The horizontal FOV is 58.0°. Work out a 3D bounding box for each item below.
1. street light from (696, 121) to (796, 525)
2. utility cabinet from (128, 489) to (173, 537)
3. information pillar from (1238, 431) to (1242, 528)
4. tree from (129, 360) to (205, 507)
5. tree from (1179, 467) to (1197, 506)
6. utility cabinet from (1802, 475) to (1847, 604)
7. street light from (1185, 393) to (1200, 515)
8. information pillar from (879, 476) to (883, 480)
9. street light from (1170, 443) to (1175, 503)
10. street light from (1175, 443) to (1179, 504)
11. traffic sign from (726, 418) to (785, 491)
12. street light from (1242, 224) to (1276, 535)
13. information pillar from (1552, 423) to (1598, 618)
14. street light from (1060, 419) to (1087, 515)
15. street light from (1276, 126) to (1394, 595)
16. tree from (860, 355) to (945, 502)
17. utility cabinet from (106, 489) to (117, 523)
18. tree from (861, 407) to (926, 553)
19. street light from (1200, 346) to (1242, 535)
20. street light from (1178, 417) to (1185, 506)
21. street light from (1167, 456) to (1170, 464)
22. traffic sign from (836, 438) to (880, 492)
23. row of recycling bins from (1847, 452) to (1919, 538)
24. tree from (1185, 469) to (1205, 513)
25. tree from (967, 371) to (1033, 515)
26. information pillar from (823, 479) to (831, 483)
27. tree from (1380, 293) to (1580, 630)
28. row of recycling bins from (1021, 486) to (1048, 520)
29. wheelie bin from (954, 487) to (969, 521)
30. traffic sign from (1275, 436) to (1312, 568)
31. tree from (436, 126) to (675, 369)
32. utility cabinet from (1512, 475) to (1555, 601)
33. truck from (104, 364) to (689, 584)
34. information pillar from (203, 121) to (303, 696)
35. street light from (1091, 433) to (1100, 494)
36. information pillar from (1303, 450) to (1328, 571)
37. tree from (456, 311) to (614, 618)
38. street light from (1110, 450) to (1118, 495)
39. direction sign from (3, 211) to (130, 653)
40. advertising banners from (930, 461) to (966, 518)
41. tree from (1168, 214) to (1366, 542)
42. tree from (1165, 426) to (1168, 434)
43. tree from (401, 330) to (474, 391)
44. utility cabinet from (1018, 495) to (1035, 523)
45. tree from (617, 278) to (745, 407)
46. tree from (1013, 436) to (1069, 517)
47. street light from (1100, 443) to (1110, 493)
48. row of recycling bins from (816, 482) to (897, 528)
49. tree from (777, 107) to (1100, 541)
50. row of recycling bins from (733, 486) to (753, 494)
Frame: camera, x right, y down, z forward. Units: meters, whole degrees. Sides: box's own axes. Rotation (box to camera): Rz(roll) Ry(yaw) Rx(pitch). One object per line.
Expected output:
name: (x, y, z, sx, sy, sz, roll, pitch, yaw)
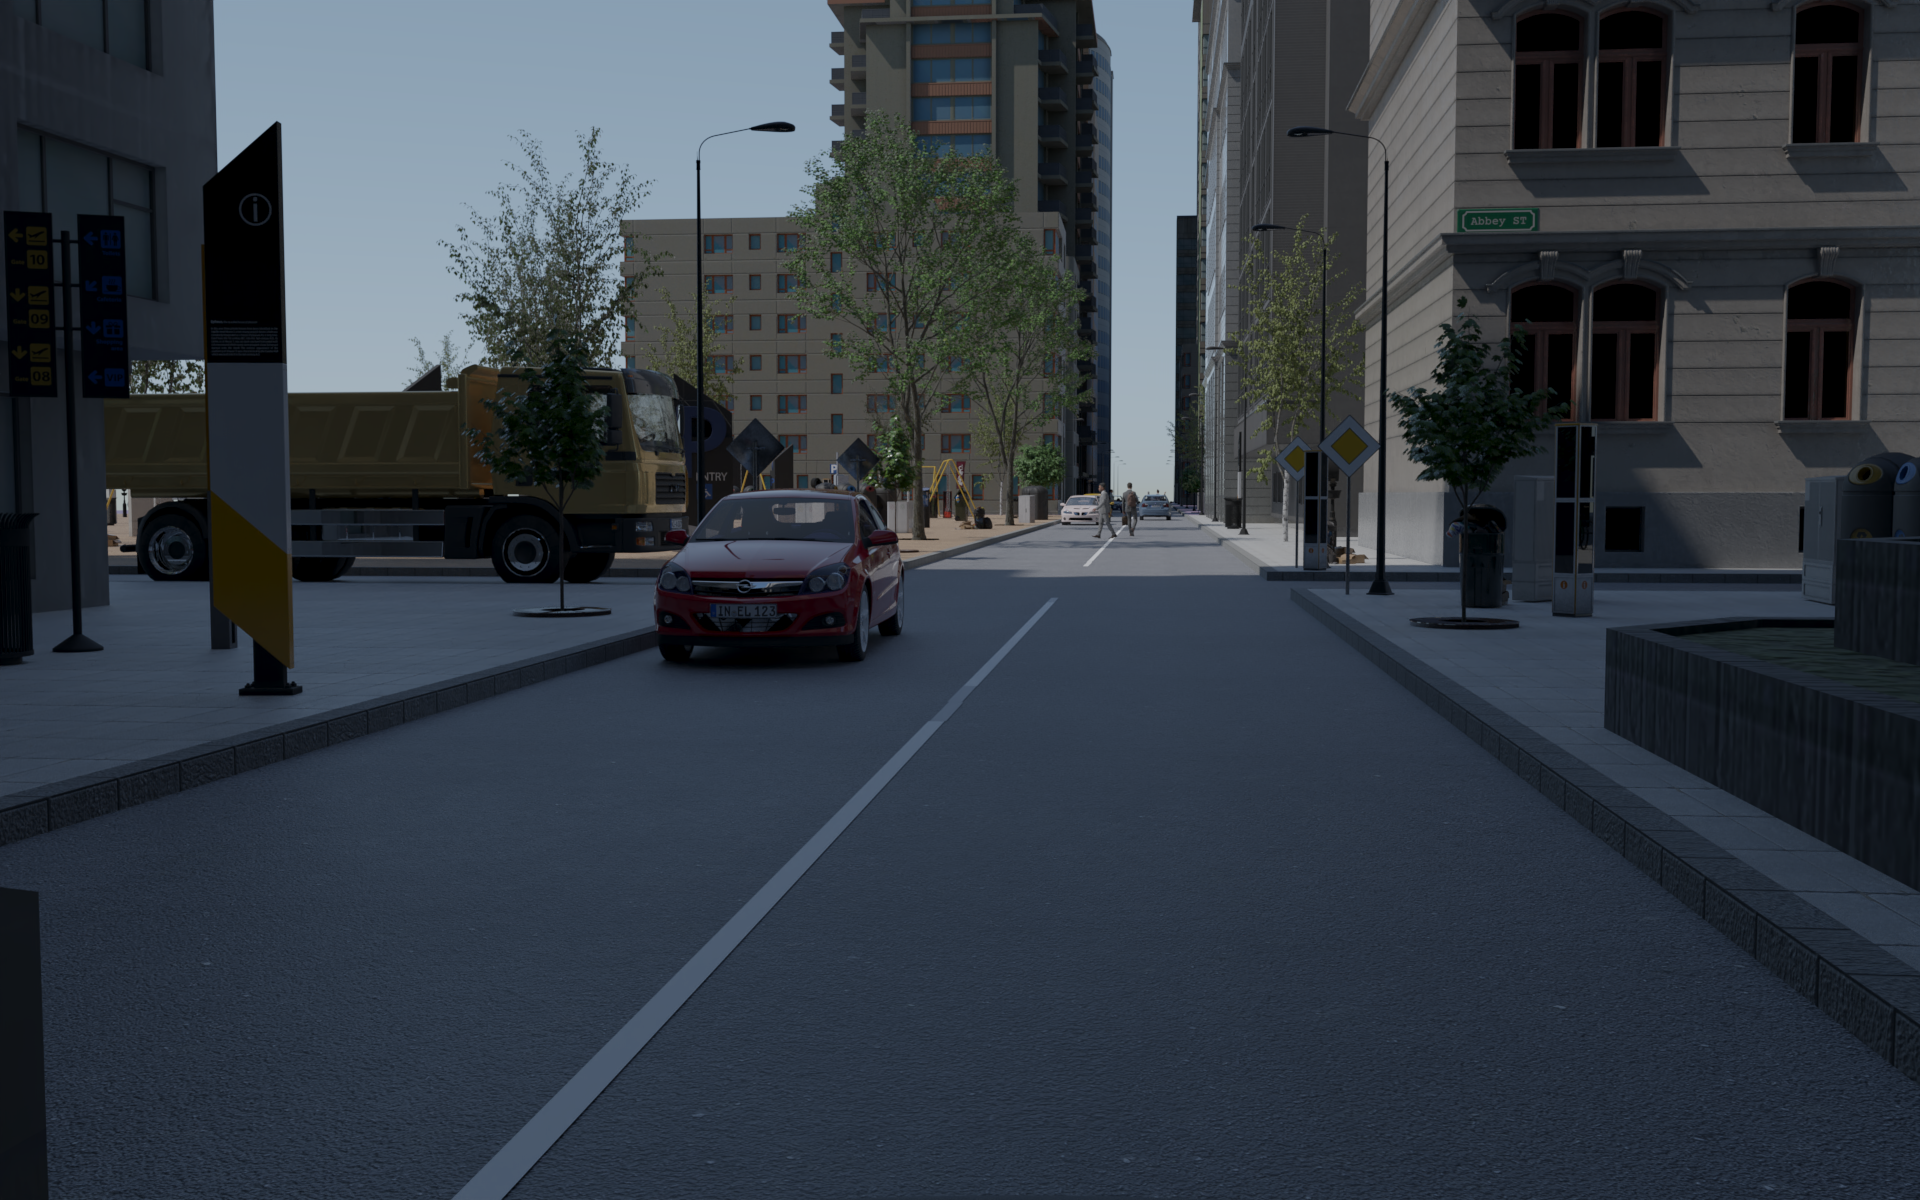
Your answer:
street light: (-2.746, -3.013, 21.811, 1.470, 5.913, 1.316, 0, 4, 6)
utility cabinet: (-24.179, -2.634, 51.737, 1.173, 1.500, 0.318, -3, 5, -43)
information pillar: (10.492, -4.505, 65.008, 0.183, 3.616, 0.504, 0, 4, 4)
tree: (-24.502, -6.010, 48.634, 4.360, 8.622, 3.978, 0, 3, 0)
tree: (25.903, -12.841, 193.670, 4.285, 4.588, 4.351, 0, 3, 0)
utility cabinet: (10.238, -0.715, 20.371, 0.318, 1.500, 1.173, 1, 4, 10)
street light: (11.271, -6.575, 80.038, 1.470, 5.913, 1.316, 0, 4, 6)
information pillar: (-2.869, -3.753, 65.850, 0.304, 2.012, 0.304, -3, 4, -36)
street light: (19.933, -11.227, 156.106, 1.470, 5.913, 1.316, 0, 4, 6)
street light: (17.180, -9.688, 130.944, 1.470, 5.913, 1.316, 0, 4, 6)
traffic sign: (-2.704, -1.179, 22.911, 0.795, 2.450, 0.064, 0, 4, 6)
street light: (5.709, -3.506, 29.866, 1.470, 5.913, 1.316, 0, 4, 6)
information pillar: (6.418, -0.832, 18.092, 0.304, 2.012, 0.304, -2, 4, -33)
street light: (6.908, -8.207, 106.725, 1.470, 5.913, 1.316, 0, 4, 6)
street light: (4.828, -3.025, 21.996, 1.470, 5.913, 1.316, 0, 4, 6)
tree: (-2.898, -8.491, 89.194, 4.360, 8.622, 3.978, 0, 3, 0)
utility cabinet: (-37.358, -4.126, 76.140, 0.318, 1.500, 1.173, -3, 4, -38)
tree: (-1.332, -2.665, 38.178, 1.663, 3.219, 1.824, 0, 3, 0)
street light: (8.410, -5.011, 54.467, 1.470, 5.913, 1.316, 0, 4, 6)
street light: (14.308, -8.168, 106.085, 1.470, 5.913, 1.316, 0, 4, 6)
street light: (22.600, -12.732, 180.710, 1.470, 5.913, 1.316, 0, 4, 6)
traffic sign: (-1.811, -1.664, 30.846, 0.795, 2.450, 0.064, 0, 4, 6)
row of recycling bins: (9.118, -0.533, 15.832, 1.069, 1.692, 3.534, 0, 4, 6)
tree: (16.034, -7.487, 117.021, 1.663, 3.219, 1.824, 0, 3, 0)
tree: (2.451, -9.398, 104.019, 4.737, 8.622, 4.395, 0, 3, 0)
information pillar: (-6.421, -4.841, 83.637, 0.304, 2.012, 0.304, 1, 4, 17)
tree: (4.843, -1.363, 16.893, 1.663, 3.219, 1.824, 0, 3, 0)
row of recycling bins: (3.709, -4.891, 87.088, 1.069, 1.692, 3.534, 0, 4, -7)
wheelie bin: (0.098, -4.543, 82.192, 0.693, 1.594, 0.980, 1, 4, 11)
traffic sign: (5.833, -1.610, 29.968, 0.795, 2.450, 0.064, 0, 4, 6)
tree: (-7.808, -5.116, 34.009, 4.360, 8.622, 3.978, 0, 3, 0)
utility cabinet: (7.102, -0.744, 20.848, 1.173, 1.500, 0.318, -3, 5, -43)
truck: (-8.426, -1.922, 27.352, 9.791, 3.379, 3.469, 0, 4, 8)
information pillar: (-4.500, -1.201, 10.991, 0.504, 3.616, 0.183, 0, 4, -2)
street light: (9.703, -9.734, 131.684, 1.470, 5.913, 1.316, 0, 4, 6)
information pillar: (5.966, -1.502, 29.053, 0.304, 2.012, 0.304, 3, 4, 39)
tree: (-4.238, -1.463, 18.526, 1.663, 3.219, 1.824, 0, 3, 0)
street light: (16.214, -13.263, 189.392, 1.470, 5.913, 1.316, 0, 4, 6)
direction sign: (-7.218, -1.350, 14.069, 0.876, 3.537, 0.379, -1, 4, -18)
advertising banners: (-0.695, -5.852, 91.875, 2.074, 3.025, 0.090, 1, 4, 12)
tree: (8.941, -5.889, 46.647, 4.737, 8.622, 4.395, 0, 3, 0)
tree: (15.711, -9.887, 112.017, 4.737, 8.622, 4.395, 0, 3, 0)
tree: (-23.597, -7.815, 78.139, 4.737, 8.622, 4.395, 0, 3, 0)
utility cabinet: (2.974, -4.043, 77.257, 0.306, 1.237, 1.020, -2, 4, -27)
tree: (-9.358, -6.674, 59.488, 4.737, 8.622, 4.395, 0, 3, 0)
tree: (4.499, -6.941, 97.201, 4.285, 4.588, 4.351, 0, 3, 0)
street light: (12.506, -11.237, 156.273, 1.470, 5.913, 1.316, 0, 4, 6)
row of recycling bins: (-3.785, -3.392, 62.565, 3.534, 1.692, 1.069, -3, 5, -42)
tree: (-1.318, -7.470, 47.896, 9.928, 11.665, 9.643, 0, 3, 0)
row of recycling bins: (-11.785, -4.844, 86.311, 3.534, 1.692, 1.069, 0, 4, 0)
